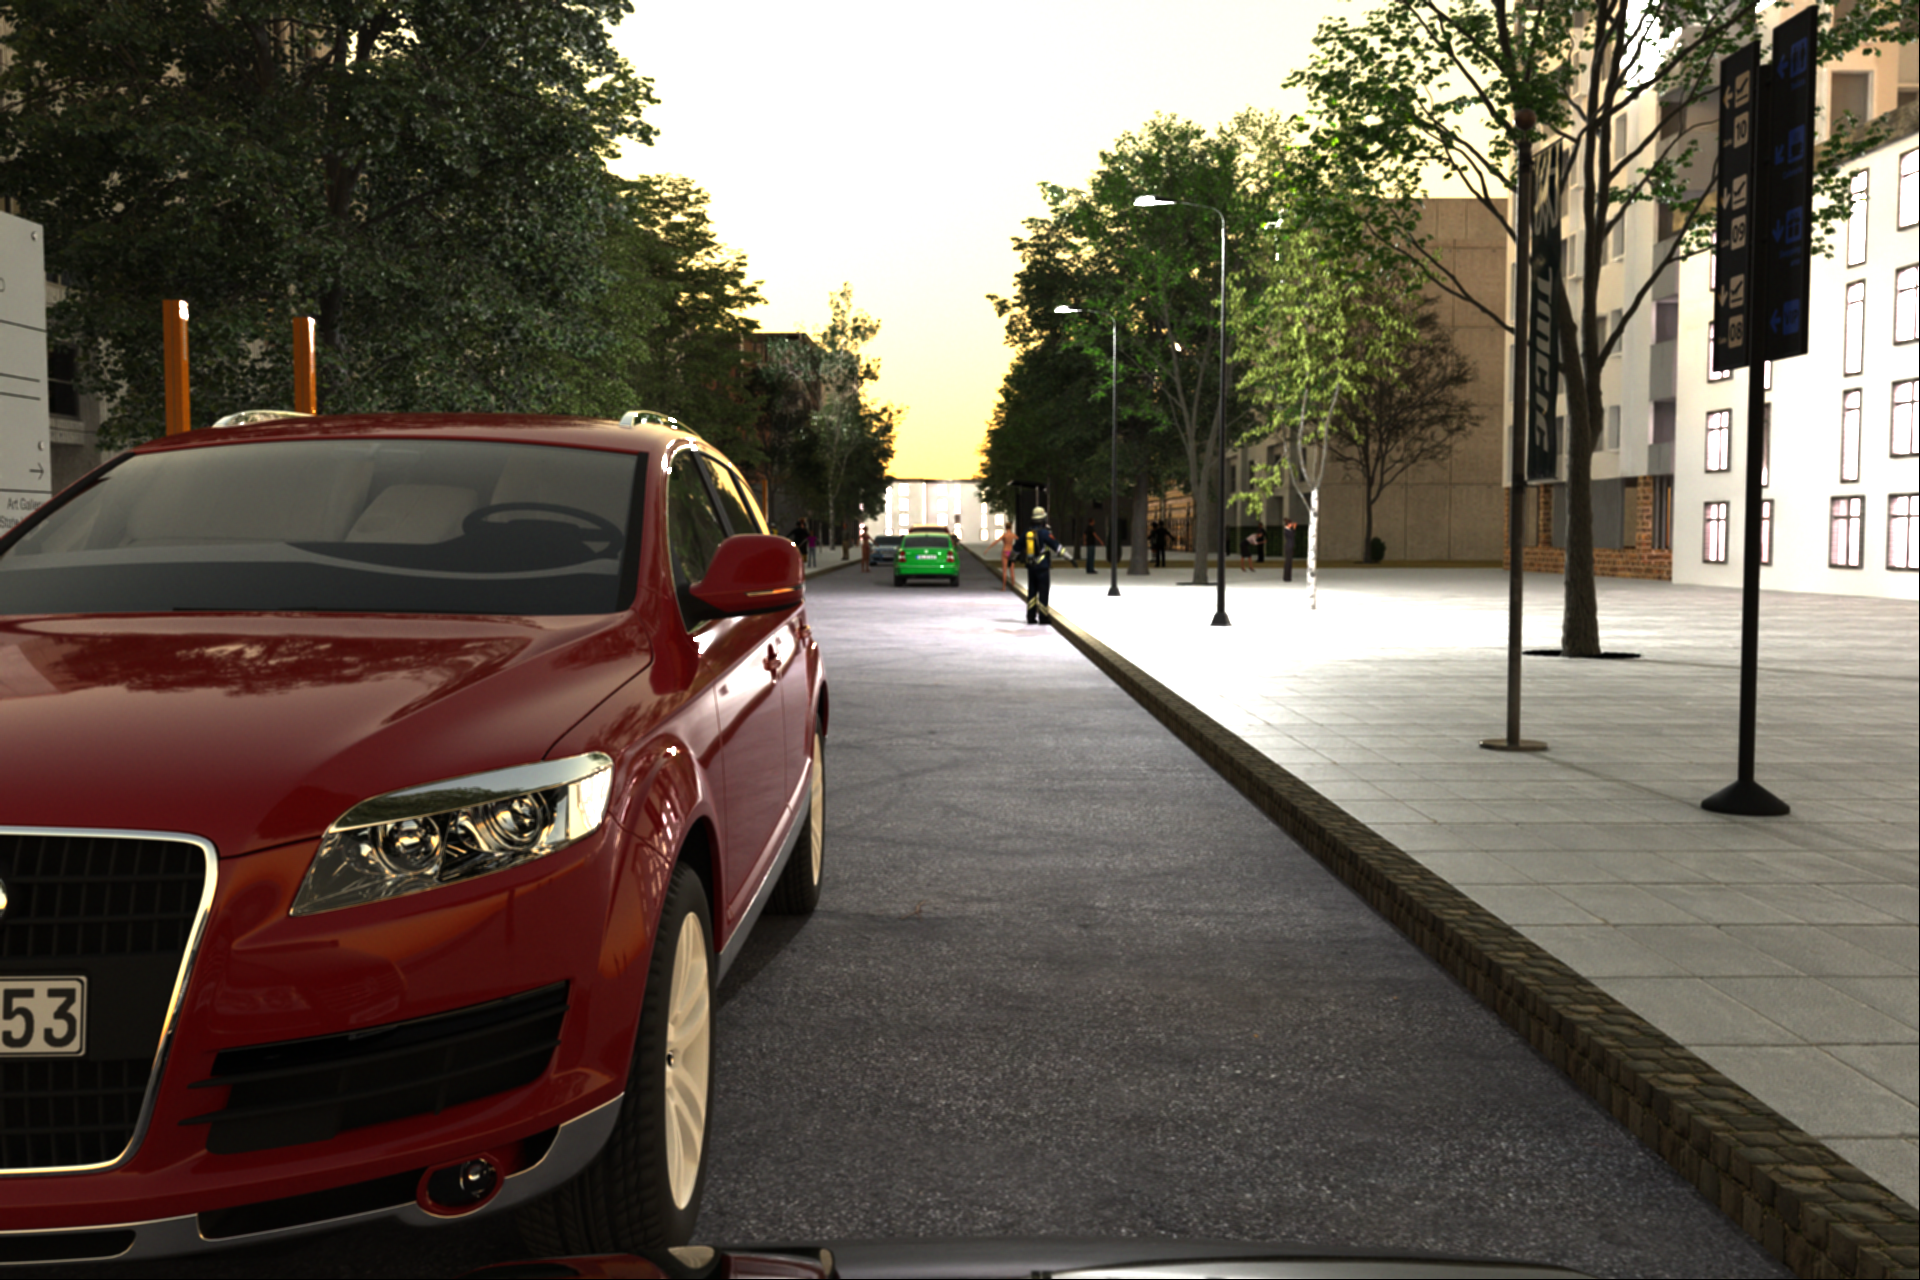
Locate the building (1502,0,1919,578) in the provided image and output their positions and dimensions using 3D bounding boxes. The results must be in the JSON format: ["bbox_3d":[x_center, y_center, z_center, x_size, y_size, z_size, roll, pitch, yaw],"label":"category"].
[{"bbox_3d":[24.279,-12.408,59.291,16.016,20.090,11.380,0,4,-1],"label":"building"}]

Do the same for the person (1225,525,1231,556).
[{"bbox_3d":[15.743,-5.862,101.976,0.705,1.813,1.348,0,4,-2],"label":"person"}]

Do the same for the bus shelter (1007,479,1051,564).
[{"bbox_3d":[3.094,-5.285,77.690,1.731,3.624,6.357,0,4,0],"label":"bus shelter"}]

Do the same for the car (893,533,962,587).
[{"bbox_3d":[-0.908,-2.423,48.415,1.959,1.807,4.718,0,4,0],"label":"car"}]

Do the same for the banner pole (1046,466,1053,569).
[{"bbox_3d":[3.236,-4.492,63.456,0.401,3.779,0.863,0,3,0],"label":"banner pole"}]

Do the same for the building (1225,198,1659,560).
[{"bbox_3d":[25.811,-14.275,99.850,16.747,18.905,31.486,0,3,0],"label":"building"}]

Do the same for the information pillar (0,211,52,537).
[{"bbox_3d":[-7.033,-1.293,12.452,0.184,3.620,1.656,0,4,-1],"label":"information pillar"}]

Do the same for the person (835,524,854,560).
[{"bbox_3d":[-5.689,-4.858,85.706,1.348,1.796,0.705,3,5,44],"label":"person"}]

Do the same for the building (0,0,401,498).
[{"bbox_3d":[-29.140,-11.213,49.786,16.747,18.905,31.486,0,4,-1],"label":"building"}]

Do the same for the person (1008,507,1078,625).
[{"bbox_3d":[1.264,-1.179,27.510,1.354,1.856,0.705,3,5,39],"label":"person"}]

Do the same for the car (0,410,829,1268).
[{"bbox_3d":[-1.535,0.220,5.075,2.281,1.827,5.304,0,3,0],"label":"car"}]

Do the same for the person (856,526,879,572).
[{"bbox_3d":[-3.513,-3.440,65.497,0.721,1.733,1.217,3,5,40],"label":"person"}]

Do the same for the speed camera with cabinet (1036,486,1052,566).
[{"bbox_3d":[3.398,-4.682,70.893,0.660,3.252,2.038,0,4,-1],"label":"speed camera with cabinet"}]

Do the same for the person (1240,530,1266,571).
[{"bbox_3d":[10.028,-3.073,59.473,0.799,1.438,0.628,-1,4,-11],"label":"person"}]

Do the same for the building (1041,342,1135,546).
[{"bbox_3d":[22.522,-21.823,200.773,27.936,21.610,32.646,0,4,-1],"label":"building"}]

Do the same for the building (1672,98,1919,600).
[{"bbox_3d":[22.982,-5.436,31.025,9.099,9.664,28.070,0,3,0],"label":"building"}]

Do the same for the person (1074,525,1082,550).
[{"bbox_3d":[6.744,-5.698,99.289,0.704,1.817,1.347,1,4,15],"label":"person"}]

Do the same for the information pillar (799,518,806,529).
[{"bbox_3d":[-7.289,-4.625,80.118,0.304,2.012,0.304,0,4,-1],"label":"information pillar"}]

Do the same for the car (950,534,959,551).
[{"bbox_3d":[-1.091,-5.754,105.881,2.131,1.459,4.920,0,4,-1],"label":"car"}]

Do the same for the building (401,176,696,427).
[{"bbox_3d":[-26.119,-14.335,100.829,16.747,18.905,31.486,0,4,0],"label":"building"}]

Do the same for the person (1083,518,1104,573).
[{"bbox_3d":[4.296,-3.074,56.477,0.705,1.803,1.348,-1,4,-22],"label":"person"}]

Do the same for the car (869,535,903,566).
[{"bbox_3d":[-3.211,-4.096,78.974,2.014,1.417,4.499,0,4,0],"label":"car"}]

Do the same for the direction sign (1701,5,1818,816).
[{"bbox_3d":[3.653,-0.976,7.952,0.379,3.537,0.876,0,4,0],"label":"direction sign"}]

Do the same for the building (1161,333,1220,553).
[{"bbox_3d":[25.085,-18.008,125.363,19.493,23.208,18.063,0,3,0],"label":"building"}]

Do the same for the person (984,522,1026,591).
[{"bbox_3d":[1.184,-2.100,43.599,1.217,1.733,0.721,-1,4,-21],"label":"person"}]

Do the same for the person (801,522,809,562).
[{"bbox_3d":[-7.096,-4.422,78.432,0.704,1.812,1.346,1,4,19],"label":"person"}]

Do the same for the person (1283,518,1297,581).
[{"bbox_3d":[8.976,-2.442,46.779,0.445,1.727,0.742,-2,4,-24],"label":"person"}]

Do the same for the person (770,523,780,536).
[{"bbox_3d":[-9.535,-5.032,88.249,0.705,1.833,1.349,2,4,31],"label":"person"}]

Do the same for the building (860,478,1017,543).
[{"bbox_3d":[-5.282,-19.286,259.925,28.070,9.664,9.099,0,4,4],"label":"building"}]

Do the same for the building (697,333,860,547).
[{"bbox_3d":[-26.049,-21.290,192.066,27.936,21.610,32.646,0,4,0],"label":"building"}]

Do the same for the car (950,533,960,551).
[{"bbox_3d":[-1.074,-8.343,145.445,2.155,1.783,4.494,0,4,0],"label":"car"}]

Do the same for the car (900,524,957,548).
[{"bbox_3d":[-1.229,-3.661,68.533,2.281,1.827,5.304,0,4,-1],"label":"car"}]

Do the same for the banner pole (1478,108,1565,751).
[{"bbox_3d":[3.329,-1.227,10.071,0.401,3.779,0.863,0,4,-1],"label":"banner pole"}]

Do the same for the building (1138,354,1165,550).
[{"bbox_3d":[24.904,-19.131,143.717,19.493,23.208,18.063,0,3,0],"label":"building"}]

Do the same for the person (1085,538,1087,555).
[{"bbox_3d":[7.794,-6.026,104.705,0.705,1.806,1.347,1,4,21],"label":"person"}]
